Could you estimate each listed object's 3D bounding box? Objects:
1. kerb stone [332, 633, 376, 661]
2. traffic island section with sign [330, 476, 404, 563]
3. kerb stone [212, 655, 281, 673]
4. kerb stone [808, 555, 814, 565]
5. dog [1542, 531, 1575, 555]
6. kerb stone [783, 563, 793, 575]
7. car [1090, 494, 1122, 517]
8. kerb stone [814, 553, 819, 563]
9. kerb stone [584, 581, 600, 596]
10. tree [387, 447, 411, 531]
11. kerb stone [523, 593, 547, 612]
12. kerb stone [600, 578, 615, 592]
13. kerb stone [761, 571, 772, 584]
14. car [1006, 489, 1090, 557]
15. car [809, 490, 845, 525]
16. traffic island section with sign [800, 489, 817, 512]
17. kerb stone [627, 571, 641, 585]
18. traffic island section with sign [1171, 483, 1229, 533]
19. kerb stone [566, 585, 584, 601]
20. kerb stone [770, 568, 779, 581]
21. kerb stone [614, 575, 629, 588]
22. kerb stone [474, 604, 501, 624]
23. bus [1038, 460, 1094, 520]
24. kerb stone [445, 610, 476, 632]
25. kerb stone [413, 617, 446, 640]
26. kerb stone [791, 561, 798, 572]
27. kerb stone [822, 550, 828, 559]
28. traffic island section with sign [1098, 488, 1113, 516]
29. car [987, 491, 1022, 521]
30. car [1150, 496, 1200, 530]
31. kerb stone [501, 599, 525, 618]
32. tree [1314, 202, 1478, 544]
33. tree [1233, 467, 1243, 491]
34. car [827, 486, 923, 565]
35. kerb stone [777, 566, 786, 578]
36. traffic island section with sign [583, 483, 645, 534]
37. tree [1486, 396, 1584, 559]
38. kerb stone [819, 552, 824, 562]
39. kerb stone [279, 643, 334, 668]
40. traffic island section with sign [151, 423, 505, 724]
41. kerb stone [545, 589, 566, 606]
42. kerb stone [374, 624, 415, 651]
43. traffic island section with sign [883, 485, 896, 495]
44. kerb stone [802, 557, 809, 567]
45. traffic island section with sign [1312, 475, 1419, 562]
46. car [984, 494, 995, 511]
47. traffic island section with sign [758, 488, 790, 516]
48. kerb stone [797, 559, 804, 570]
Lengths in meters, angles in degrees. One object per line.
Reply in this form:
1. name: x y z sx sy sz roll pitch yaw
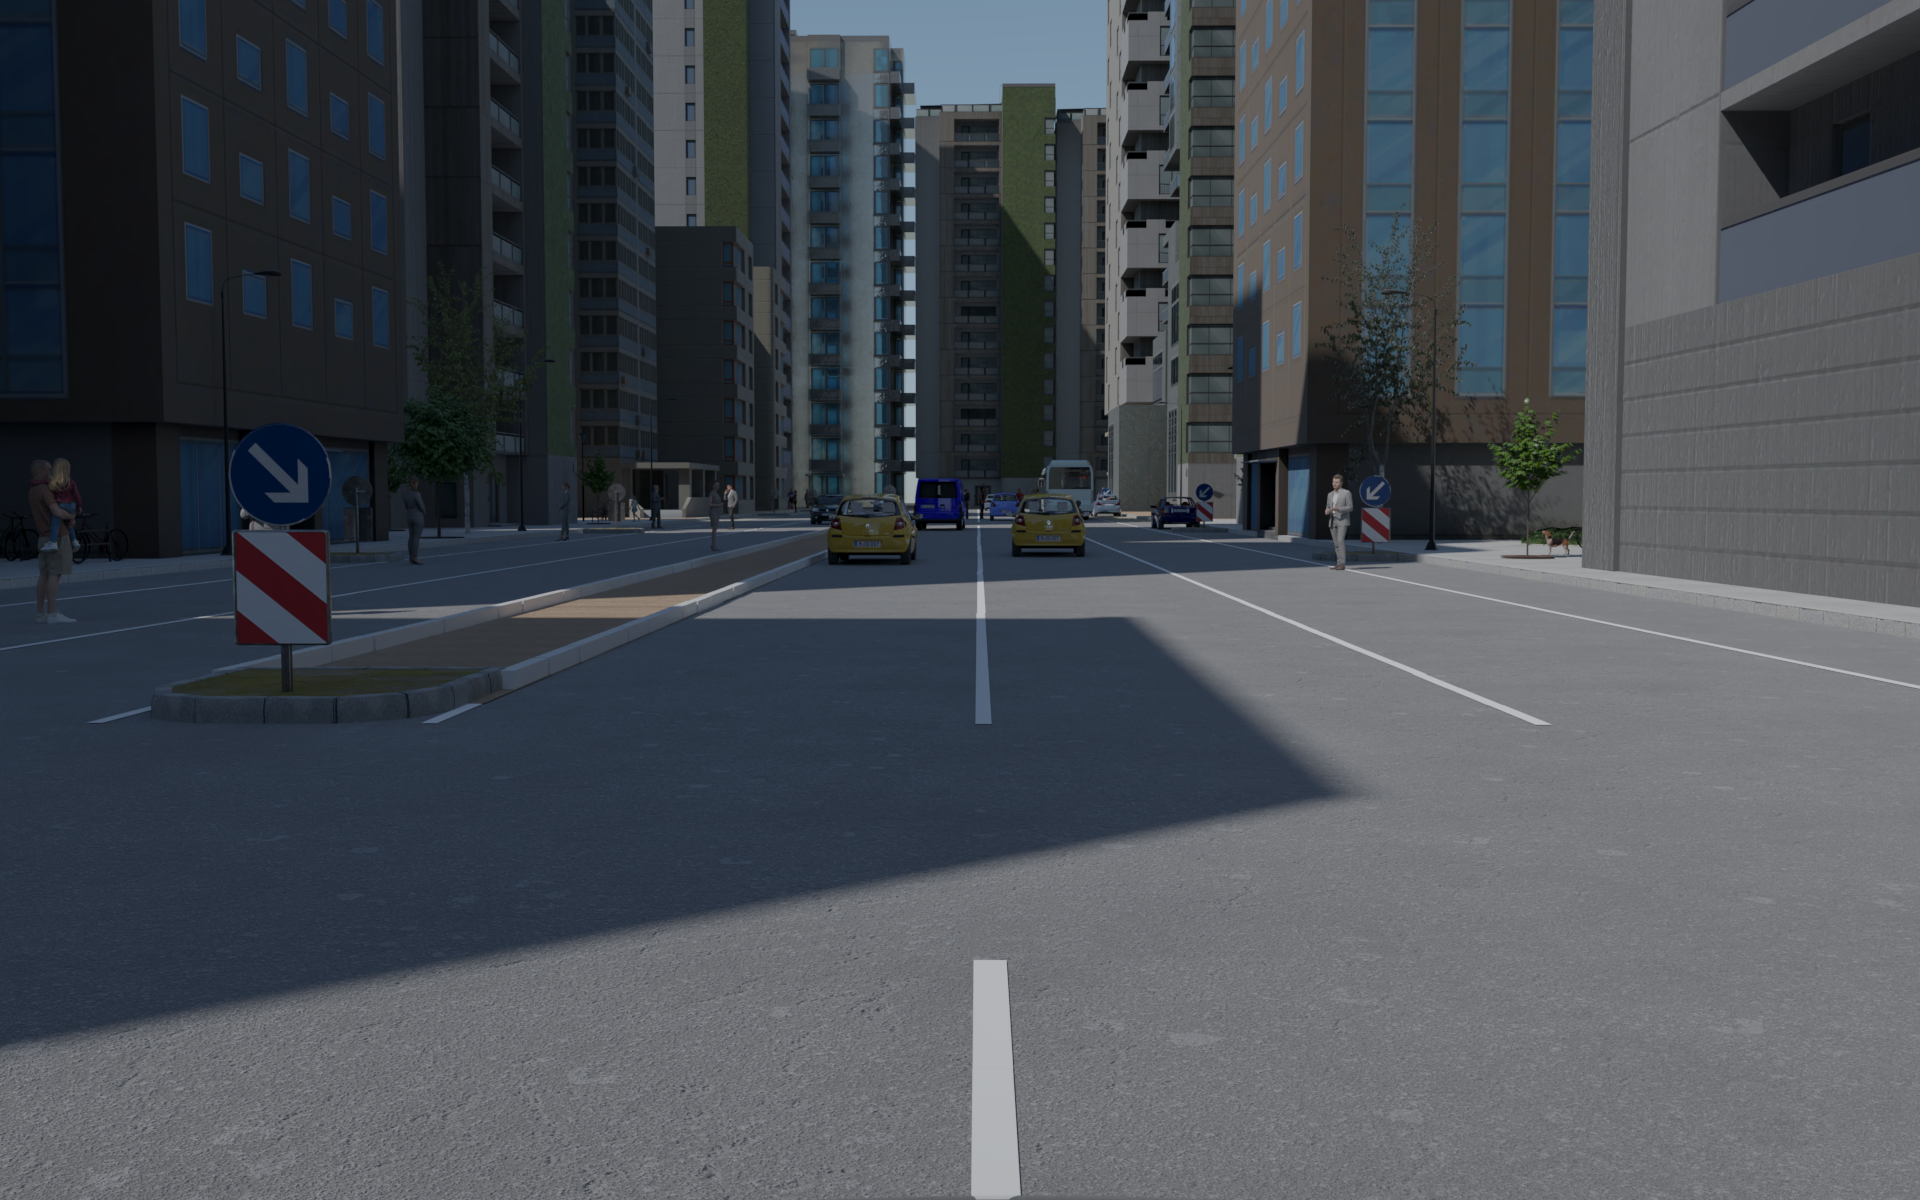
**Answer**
1. kerb stone: -5.380 0.428 15.195 0.120 0.150 1.000 0 4 1
2. traffic island section with sign: -13.008 -1.731 36.924 1.989 1.847 2.006 0 4 1
3. kerb stone: -5.395 0.556 13.142 0.120 0.150 1.000 0 4 1
4. kerb stone: -3.074 -0.763 34.665 0.120 0.150 1.000 0 4 1
5. dog: 12.665 -1.214 36.686 0.540 0.507 0.406 -1 4 -14
6. kerb stone: -3.114 -0.512 30.570 0.120 0.150 1.000 0 4 1
7. car: 9.261 -5.995 110.015 2.014 1.417 4.499 0 4 0
8. kerb stone: -3.066 -0.825 35.691 0.120 0.150 1.000 0 4 1
9. kerb stone: -5.277 -0.135 24.406 0.120 0.150 1.000 0 4 1
10. tree: -19.844 -3.995 59.914 1.663 3.219 1.824 0 3 0
11. kerb stone: -5.306 0.053 21.337 0.120 0.150 1.000 0 4 1
12. kerb stone: -5.269 -0.198 25.428 0.120 0.150 1.000 0 4 1
13. kerb stone: -3.151 -0.324 27.487 0.120 0.150 1.000 0 4 1
14. car: 2.082 -1.881 40.983 2.015 1.641 3.980 0 4 2
15. car: -6.132 -4.454 82.608 2.009 1.686 4.222 0 4 1
16. traffic island section with sign: -11.921 -8.090 140.891 1.989 1.847 2.006 0 4 1
17. kerb stone: -5.253 -0.323 27.480 0.120 0.150 1.000 0 4 1
18. traffic island section with sign: 9.008 -3.465 65.287 1.989 1.847 2.006 0 4 1
19. kerb stone: -5.292 -0.073 23.384 0.120 0.150 1.000 0 4 1
20. kerb stone: -3.140 -0.386 28.511 0.120 0.150 1.000 0 4 1
21. kerb stone: -5.256 -0.260 26.451 0.120 0.150 1.000 0 4 1
22. kerb stone: -5.339 0.178 19.293 0.120 0.150 1.000 0 4 1
23. bus: 6.125 -6.464 100.549 2.948 3.499 13.247 0 4 1
24. kerb stone: -5.337 0.240 18.270 0.120 0.150 1.000 0 4 1
25. kerb stone: -5.355 0.305 17.245 0.120 0.150 1.000 0 4 1
26. kerb stone: -3.108 -0.575 31.593 0.120 0.150 1.000 0 4 1
27. kerb stone: -3.035 -0.950 37.736 0.120 0.150 1.000 0 4 1
28. traffic island section with sign: 9.520 -6.477 114.525 1.989 1.847 2.006 0 4 1
29. car: 2.449 -5.153 93.850 1.945 1.707 3.694 0 4 1
30. car: 8.862 -3.595 71.364 1.945 1.354 3.894 0 4 1
31. kerb stone: -5.326 0.116 20.315 0.120 0.150 1.000 0 4 1
32. tree: 11.061 -5.781 44.877 4.360 8.622 3.978 0 3 0
33. tree: 11.320 -4.412 66.736 1.663 3.219 1.824 0 3 0
34. car: -1.812 -1.610 36.549 2.015 1.641 3.980 0 4 1
35. kerb stone: -3.124 -0.449 29.539 0.120 0.150 1.000 0 4 1
36. traffic island section with sign: -12.715 -3.379 63.878 1.989 1.847 2.006 0 4 1
37. tree: 11.264 -2.447 34.614 1.663 3.219 1.824 0 3 0
38. kerb stone: -3.046 -0.886 36.713 0.120 0.150 1.000 0 4 1
39. kerb stone: -5.384 0.492 14.164 0.120 0.150 1.000 0 4 1
40. traffic island section with sign: -4.345 -0.221 11.748 2.006 1.907 1.989 0 4 1
41. kerb stone: -5.302 -0.010 22.362 0.120 0.150 1.000 0 4 1
42. kerb stone: -5.357 0.365 16.221 0.120 0.150 1.000 0 4 1
43. traffic island section with sign: -3.580 -4.816 86.883 2.006 1.907 1.989 0 4 1
44. kerb stone: -3.087 -0.697 33.643 0.120 0.150 1.000 0 4 1
45. traffic island section with sign: 8.743 -1.776 37.659 1.989 1.847 2.006 0 4 1
46. car: 2.973 -8.380 149.017 2.014 1.417 4.499 0 4 1
47. traffic island section with sign: -12.211 -6.441 113.938 1.989 1.847 2.006 0 4 1
48. kerb stone: -3.094 -0.637 32.619 0.120 0.150 1.000 0 4 1
